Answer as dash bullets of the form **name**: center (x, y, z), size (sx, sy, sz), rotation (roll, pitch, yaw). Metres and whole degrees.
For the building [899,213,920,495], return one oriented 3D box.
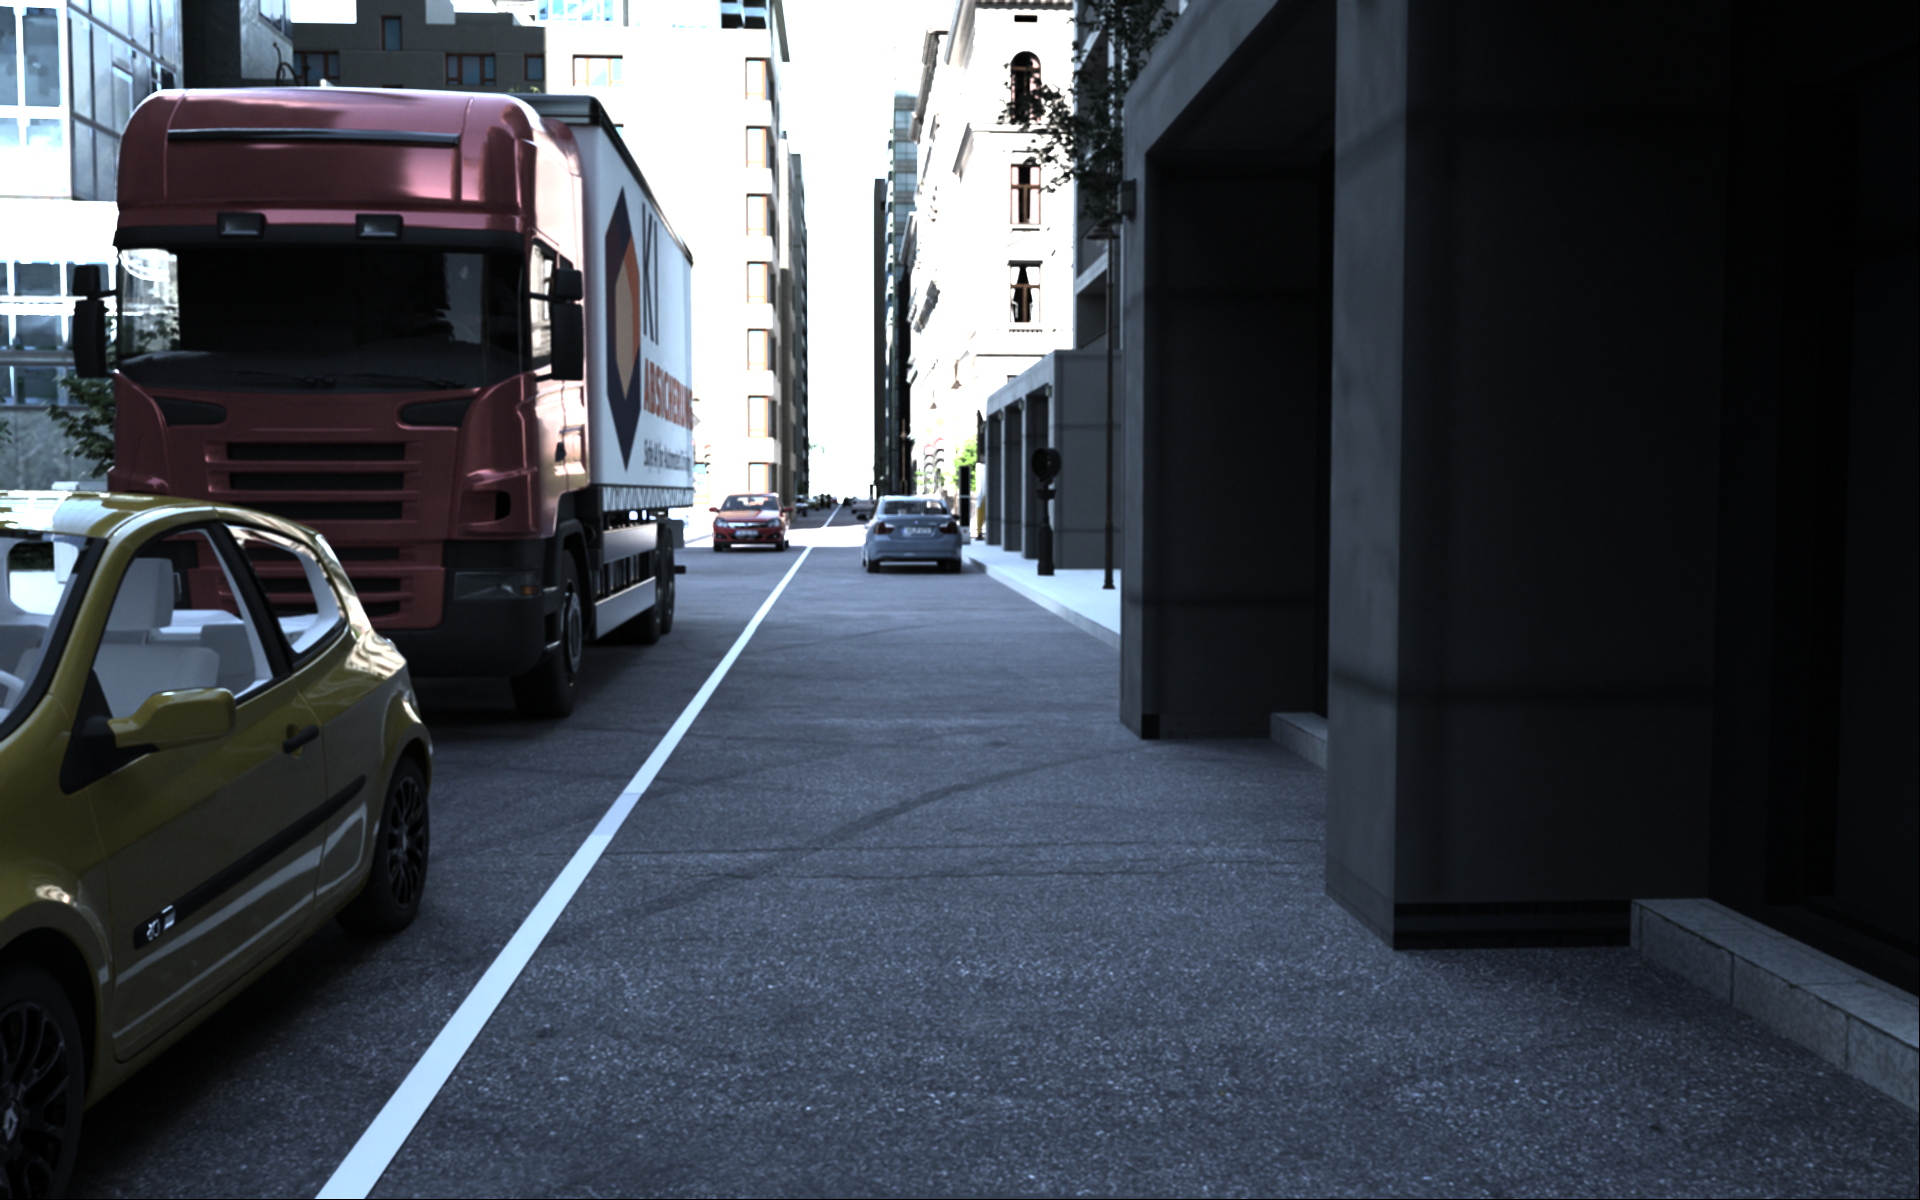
- **building**: center (2.087, -17.052, 114.957), size (11.583, 22.565, 21.152), rotation (0, 4, -4)

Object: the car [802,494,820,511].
- **car**: center (-12.933, -8.445, 148.298), size (2.015, 1.641, 3.980), rotation (0, 4, -2)

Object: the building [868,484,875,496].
- **building**: center (0.858, -36.527, 289.102), size (32.217, 40.220, 23.993), rotation (0, 4, -4)

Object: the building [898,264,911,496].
- **building**: center (1.634, -18.595, 133.713), size (12.332, 23.373, 15.834), rotation (0, 4, -4)

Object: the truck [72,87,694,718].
- **truck**: center (-3.900, -1.559, 14.405), size (2.839, 4.237, 11.283), rotation (0, 4, -4)

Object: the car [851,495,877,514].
- **car**: center (-7.040, -7.061, 127.817), size (2.083, 1.381, 4.827), rotation (0, 4, -2)

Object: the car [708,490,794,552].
- **car**: center (-5.345, -2.172, 44.558), size (2.155, 1.783, 4.494), rotation (0, 4, -3)

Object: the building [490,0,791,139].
- **building**: center (-32.580, -36.366, 183.826), size (28.713, 52.752, 27.495), rotation (0, 4, -4)

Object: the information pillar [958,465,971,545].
- **information pillar**: center (0.117, -2.417, 44.012), size (0.304, 2.012, 0.304), rotation (0, 4, -4)

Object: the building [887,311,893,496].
- **building**: center (6.902, -20.038, 172.658), size (27.650, 21.520, 28.899), rotation (0, 4, -4)

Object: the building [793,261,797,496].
- **building**: center (-26.745, -26.554, 205.851), size (14.160, 30.474, 14.107), rotation (0, 4, -4)

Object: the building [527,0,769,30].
- **building**: center (-26.723, -51.436, 153.646), size (22.319, 86.520, 31.000), rotation (0, 4, -4)

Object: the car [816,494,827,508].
- **car**: center (-14.880, -10.586, 183.309), size (2.015, 1.641, 3.980), rotation (0, 4, -4)

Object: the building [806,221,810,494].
- **building**: center (-29.168, -34.751, 251.775), size (14.154, 41.232, 14.086), rotation (0, 4, -4)

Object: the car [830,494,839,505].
- **car**: center (-17.249, -13.661, 232.392), size (2.155, 1.783, 4.494), rotation (0, 4, -2)

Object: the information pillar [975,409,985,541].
- **information pillar**: center (0.578, -3.447, 47.706), size (0.183, 3.616, 0.504), rotation (1, 4, 20)

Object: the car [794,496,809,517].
- **car**: center (-10.555, -5.944, 109.763), size (1.945, 1.354, 3.894), rotation (0, 4, -5)

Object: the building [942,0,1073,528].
- **building**: center (9.518, -14.807, 70.973), size (19.941, 23.489, 11.050), rotation (0, 4, -4)

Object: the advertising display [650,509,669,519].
- **advertising display**: center (-8.916, -2.828, 51.454), size (0.123, 1.923, 0.974), rotation (1, 4, 18)

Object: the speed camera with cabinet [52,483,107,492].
- **speed camera with cabinet**: center (-12.279, -1.907, 25.512), size (0.660, 3.252, 2.038), rotation (2, 4, 27)

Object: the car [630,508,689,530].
- **car**: center (-11.460, -3.184, 61.646), size (3.694, 1.707, 1.945), rotation (0, 4, -2)

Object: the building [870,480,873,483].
- **building**: center (-1.658, -39.256, 261.441), size (23.786, 49.044, 30.456), rotation (0, 4, -4)

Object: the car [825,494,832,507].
- **car**: center (-15.313, -11.213, 193.552), size (2.015, 1.641, 3.980), rotation (0, 4, -5)

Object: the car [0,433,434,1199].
- **car**: center (-2.599, 0.363, 4.284), size (2.015, 1.641, 3.980), rotation (0, 4, -2)

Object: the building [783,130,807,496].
- **building**: center (-31.642, -37.281, 233.244), size (21.300, 48.544, 21.600), rotation (0, 4, -4)

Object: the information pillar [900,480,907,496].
- **information pillar**: center (-3.011, -5.403, 92.824), size (0.304, 2.012, 0.304), rotation (1, 4, 9)

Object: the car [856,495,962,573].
- **car**: center (-0.953, -1.279, 32.922), size (2.014, 1.417, 4.499), rotation (0, 4, -5)

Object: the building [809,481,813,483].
- **building**: center (-35.469, -40.034, 274.167), size (23.786, 49.044, 30.456), rotation (0, 4, -4)

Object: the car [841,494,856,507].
- **car**: center (-11.951, -10.948, 188.793), size (2.009, 1.686, 4.222), rotation (0, 4, -4)

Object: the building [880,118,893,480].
- **building**: center (2.707, -35.616, 201.934), size (23.786, 49.044, 30.456), rotation (0, 4, -4)

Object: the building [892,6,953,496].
- **building**: center (1.130, -28.516, 149.831), size (14.154, 41.232, 14.086), rotation (0, 4, -4)

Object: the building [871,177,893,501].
- **building**: center (-5.007, -36.018, 239.007), size (14.600, 45.320, 14.200), rotation (0, 4, -4)

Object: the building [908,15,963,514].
- **building**: center (3.917, -17.987, 91.349), size (12.463, 27.353, 25.104), rotation (0, 4, -4)
